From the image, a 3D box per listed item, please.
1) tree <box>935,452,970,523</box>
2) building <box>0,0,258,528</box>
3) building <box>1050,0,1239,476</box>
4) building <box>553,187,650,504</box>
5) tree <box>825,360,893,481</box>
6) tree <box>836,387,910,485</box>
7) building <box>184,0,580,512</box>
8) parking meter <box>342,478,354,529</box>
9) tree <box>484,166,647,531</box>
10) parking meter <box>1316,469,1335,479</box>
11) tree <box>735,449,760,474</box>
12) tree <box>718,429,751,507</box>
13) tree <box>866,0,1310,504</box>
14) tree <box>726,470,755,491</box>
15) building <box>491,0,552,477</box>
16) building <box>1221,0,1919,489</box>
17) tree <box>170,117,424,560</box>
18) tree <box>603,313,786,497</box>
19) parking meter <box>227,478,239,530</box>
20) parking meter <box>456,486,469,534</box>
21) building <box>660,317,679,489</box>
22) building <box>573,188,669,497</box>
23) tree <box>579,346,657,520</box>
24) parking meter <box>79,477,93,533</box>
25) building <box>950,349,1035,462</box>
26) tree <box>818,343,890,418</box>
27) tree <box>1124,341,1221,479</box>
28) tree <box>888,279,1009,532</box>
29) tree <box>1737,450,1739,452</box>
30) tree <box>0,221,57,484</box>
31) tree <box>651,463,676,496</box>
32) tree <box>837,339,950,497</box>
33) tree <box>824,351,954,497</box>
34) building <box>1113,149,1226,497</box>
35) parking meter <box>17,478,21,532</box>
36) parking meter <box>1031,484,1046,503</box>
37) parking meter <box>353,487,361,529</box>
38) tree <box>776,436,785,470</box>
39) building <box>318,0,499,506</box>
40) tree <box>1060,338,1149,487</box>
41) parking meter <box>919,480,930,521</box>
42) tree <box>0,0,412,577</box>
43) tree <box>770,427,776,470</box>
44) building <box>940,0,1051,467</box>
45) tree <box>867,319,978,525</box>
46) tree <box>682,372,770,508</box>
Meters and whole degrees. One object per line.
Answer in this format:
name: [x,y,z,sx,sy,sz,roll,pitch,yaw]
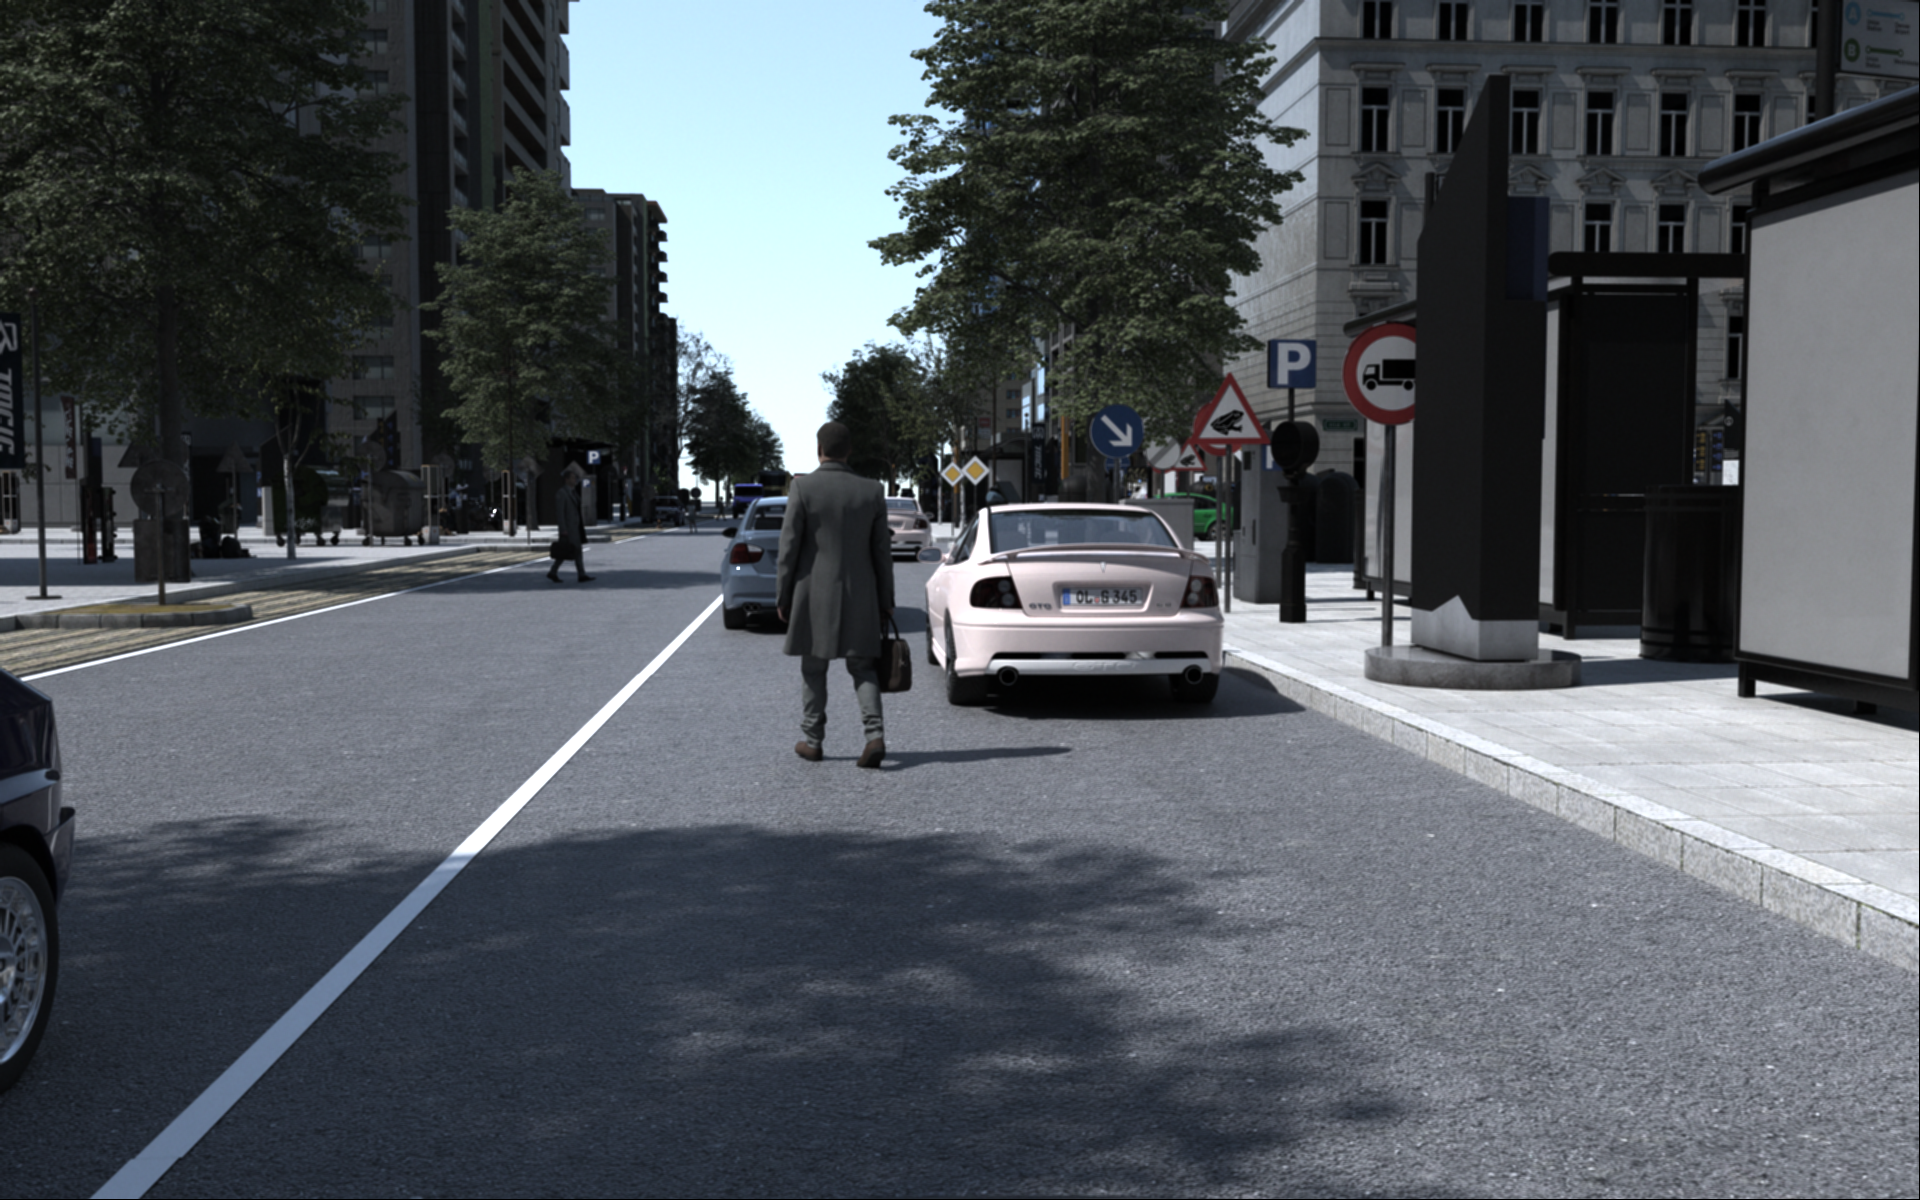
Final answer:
tree: [-0.546,-5.090,77.823,1.663,3.219,1.824,0,3,0]
building: [-42.975,-29.728,75.284,28.713,52.752,27.495,0,4,-4]
building: [17.092,-43.469,148.972,20.563,71.187,20.611,0,4,-4]
building: [-48.900,-33.336,228.644,14.154,41.232,14.086,0,4,-4]
tree: [-7.411,-14.974,155.200,12.009,13.543,11.850,0,3,0]
tree: [-9.334,-16.074,179.819,9.611,12.733,9.660,0,3,0]
building: [-50.851,-34.866,159.299,28.713,52.752,27.495,0,4,-4]
parking meter: [-22.312,-3.508,63.064,0.255,1.863,0.399,1,4,16]
tree: [-14.803,-8.688,60.168,7.486,12.596,7.792,0,3,0]
parking meter: [8.436,-2.102,40.072,0.399,1.863,0.255,3,5,42]
tree: [-27.169,-16.288,216.670,4.737,8.622,4.395,0,3,0]
tree: [-22.893,-13.531,171.592,4.360,8.622,3.978,0,3,0]
tree: [2.243,-6.850,30.130,7.486,12.596,7.792,0,3,0]
tree: [-25.739,-13.445,203.539,4.285,4.588,4.351,0,3,0]
building: [-44.589,-31.293,135.335,21.300,48.544,21.600,0,4,-4]
building: [34.633,-18.362,76.640,44.131,29.872,17.030,0,4,-4]
tree: [-13.010,-5.082,33.447,4.737,8.622,4.395,0,3,0]
tree: [-19.543,-12.717,118.293,12.009,13.543,11.850,0,3,0]
parking meter: [-26.268,-3.480,62.606,0.399,1.863,0.255,-2,4,-27]
parking meter: [-15.891,-2.867,55.281,0.372,1.533,0.369,0,3,0]
building: [-52.008,-30.635,272.585,14.160,30.474,14.107,0,4,-4]
building: [-53.907,-36.445,250.491,22.147,44.769,28.867,0,4,-4]
tree: [-16.850,-8.298,86.041,4.737,8.622,4.395,0,3,0]
parking meter: [-29.141,-3.184,57.774,0.399,1.863,0.255,1,4,22]
building: [13.446,-24.393,243.866,27.650,21.520,28.899,0,4,-4]
tree: [-11.397,-22.114,217.449,12.611,20.169,13.585,0,3,0]
tree: [8.592,-7.382,71.064,4.360,8.622,3.978,0,3,0]
tree: [-0.098,-6.597,58.222,4.360,8.622,3.978,0,3,0]
tree: [17.930,-2.665,38.182,1.663,3.219,1.824,0,3,0]
tree: [-22.645,-5.468,39.768,4.360,8.622,3.978,0,3,0]
tree: [-18.222,-6.727,104.588,1.663,3.219,1.824,0,3,0]
tree: [-5.538,-14.380,141.761,9.857,13.997,8.962,0,3,0]
tree: [-4.294,-10.900,112.634,8.767,10.594,7.601,-2,4,-27]
building: [14.805,-15.778,108.886,10.553,20.767,40.483,0,4,-4]
parking meter: [-32.134,-3.251,58.857,0.255,1.863,0.399,-1,4,-13]
parking meter: [2.021,-2.228,44.831,0.372,1.533,0.369,0,3,0]
parking meter: [-22.469,-3.433,64.537,0.372,1.533,0.369,0,3,0]
tree: [-31.440,-21.785,274.313,7.486,12.596,7.792,0,3,0]
building: [-39.210,-26.382,114.937,14.154,41.232,14.086,0,4,-4]
tree: [6.396,-7.737,76.870,4.737,8.622,4.395,0,3,0]
parking meter: [-1.407,-3.905,69.559,0.399,1.863,0.255,-3,5,-41]
tree: [-12.066,-6.604,26.110,7.486,12.596,7.792,0,3,0]
tree: [-25.697,-16.587,189.319,7.486,12.596,7.792,0,3,0]
building: [9.064,-58.646,271.527,22.319,86.520,31.000,0,4,-4]
tree: [-1.056,-7.470,72.500,4.737,8.622,4.395,0,3,0]
tree: [-22.081,-14.702,158.511,7.486,12.596,7.792,0,3,0]
